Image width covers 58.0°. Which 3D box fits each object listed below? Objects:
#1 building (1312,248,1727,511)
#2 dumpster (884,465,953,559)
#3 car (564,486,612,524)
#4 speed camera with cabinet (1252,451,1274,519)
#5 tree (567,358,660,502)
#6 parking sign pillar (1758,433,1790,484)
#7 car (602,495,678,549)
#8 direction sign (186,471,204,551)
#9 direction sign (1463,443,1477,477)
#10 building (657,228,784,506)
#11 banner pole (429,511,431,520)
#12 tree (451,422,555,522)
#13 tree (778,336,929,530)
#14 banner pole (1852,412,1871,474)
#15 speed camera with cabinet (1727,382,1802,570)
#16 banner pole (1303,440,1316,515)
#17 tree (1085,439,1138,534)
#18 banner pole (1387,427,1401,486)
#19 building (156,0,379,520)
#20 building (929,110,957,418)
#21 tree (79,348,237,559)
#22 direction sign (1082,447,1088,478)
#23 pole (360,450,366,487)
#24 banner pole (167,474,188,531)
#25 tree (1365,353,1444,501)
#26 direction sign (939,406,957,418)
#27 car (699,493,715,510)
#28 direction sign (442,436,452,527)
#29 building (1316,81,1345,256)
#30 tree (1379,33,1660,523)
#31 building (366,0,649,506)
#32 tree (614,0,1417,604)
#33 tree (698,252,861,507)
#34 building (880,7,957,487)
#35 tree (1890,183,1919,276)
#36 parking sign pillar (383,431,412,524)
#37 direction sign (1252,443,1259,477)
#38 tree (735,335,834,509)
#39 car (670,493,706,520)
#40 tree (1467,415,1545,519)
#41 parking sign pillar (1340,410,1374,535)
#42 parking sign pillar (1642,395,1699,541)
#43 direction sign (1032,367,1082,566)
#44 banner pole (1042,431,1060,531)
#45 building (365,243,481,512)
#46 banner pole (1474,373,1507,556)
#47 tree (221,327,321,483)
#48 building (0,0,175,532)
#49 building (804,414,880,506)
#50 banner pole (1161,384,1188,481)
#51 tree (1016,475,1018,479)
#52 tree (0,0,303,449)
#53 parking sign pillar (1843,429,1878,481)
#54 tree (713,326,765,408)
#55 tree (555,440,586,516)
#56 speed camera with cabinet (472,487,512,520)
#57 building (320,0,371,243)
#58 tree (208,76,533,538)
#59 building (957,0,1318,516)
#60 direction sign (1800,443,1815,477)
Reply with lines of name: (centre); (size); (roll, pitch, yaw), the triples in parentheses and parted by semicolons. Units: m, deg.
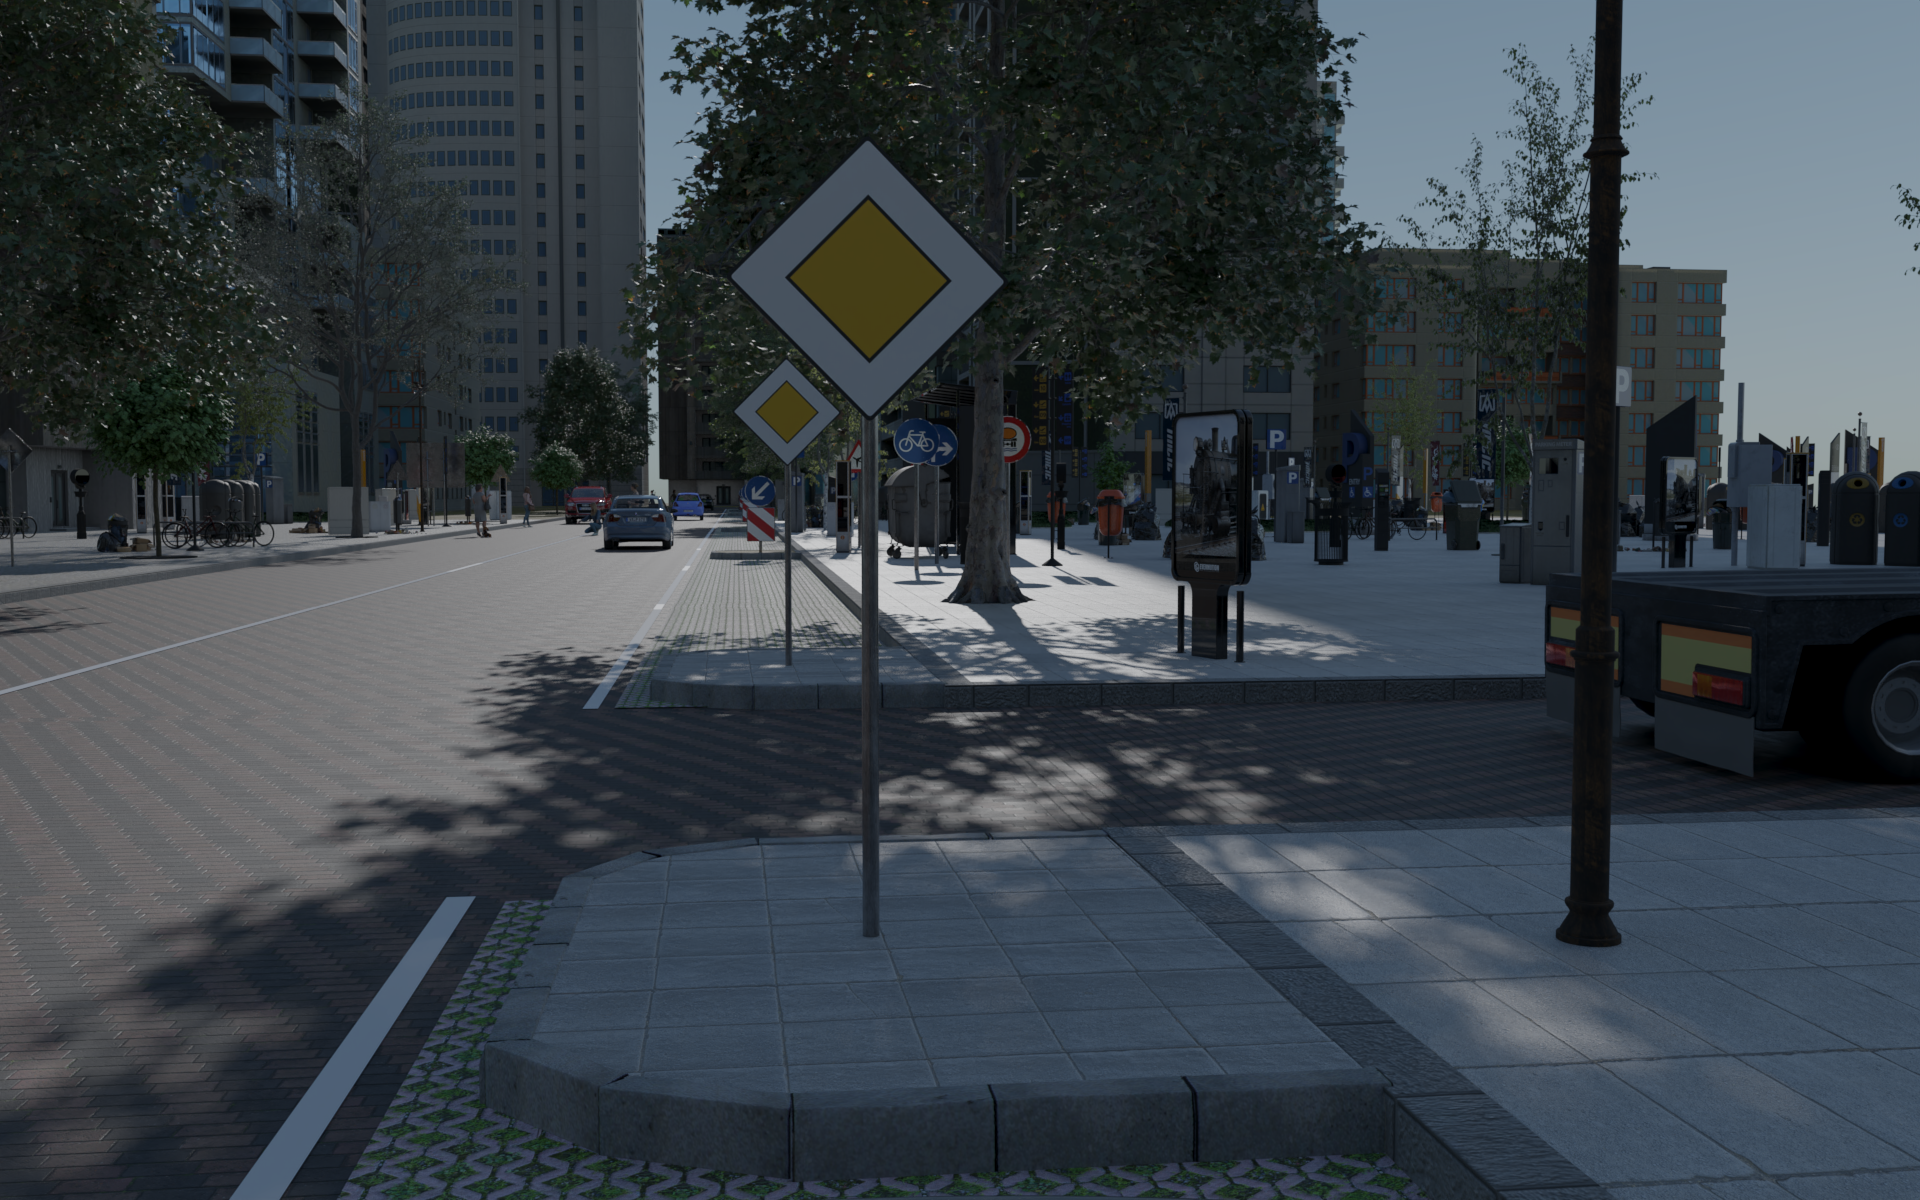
building: (42.926, -18.380, 145.545); (28.899, 21.520, 27.650); (0, 4, -7)
dumpster: (-0.825, -1.780, 34.866); (1.264, 1.857, 1.865); (0, 4, -7)
car: (-18.082, -4.638, 84.497); (2.281, 1.827, 5.304); (0, 4, -8)
speed camera with cabinet: (13.899, -5.193, 79.243); (0.660, 3.252, 2.038); (3, 4, 39)
tree: (-32.142, -15.385, 158.191); (9.857, 13.997, 8.962); (0, 3, 0)
parking sign pillar: (35.479, -5.334, 75.690); (1.447, 3.967, 1.447); (-3, 5, -42)
car: (-8.545, -2.091, 46.188); (2.014, 1.417, 4.499); (-1, 4, -8)
direction sign: (-17.306, -2.880, 39.082); (0.379, 3.537, 0.876); (-2, 4, -31)
direction sign: (22.608, -5.180, 76.694); (0.379, 3.537, 0.876); (-2, 4, -31)
building: (-25.593, -25.445, 187.732); (14.107, 30.474, 14.160); (0, 4, -7)
banner pole: (-25.800, -5.804, 84.918); (0.863, 3.779, 0.401); (-3, 5, -42)
tree: (-21.826, -5.844, 79.261); (4.285, 4.588, 4.351); (0, 3, 0)
tree: (-2.987, -5.951, 47.659); (4.360, 8.622, 3.978); (0, 3, 0)
banner pole: (27.566, -3.851, 52.987); (0.863, 3.779, 0.401); (-3, 5, -43)
speed camera with cabinet: (13.969, -2.187, 30.086); (0.660, 3.252, 2.038); (0, 4, 5)
banner pole: (16.373, -5.563, 80.969); (0.401, 3.779, 0.863); (-3, 5, -40)
tree: (4.743, -3.682, 54.802); (1.663, 3.219, 1.824); (0, 3, 0)
banner pole: (16.172, -4.573, 64.791); (0.863, 3.779, 0.401); (-2, 4, -30)
building: (-45.972, -47.965, 96.900); (22.319, 86.520, 31.000); (0, 4, -7)
building: (4.477, -21.656, 125.771); (14.160, 30.474, 14.107); (0, 4, -7)
tree: (-16.089, -3.121, 34.741); (4.285, 4.588, 4.351); (0, 3, 0)
direction sign: (5.733, -5.570, 83.058); (0.876, 3.537, 0.379); (-2, 4, -28)
pole: (-27.388, -5.241, 79.536); (0.158, 3.312, 0.155); (0, 3, 0)
banner pole: (-27.415, -4.328, 60.784); (0.863, 3.779, 0.401); (-2, 4, -23)
tree: (23.057, -8.493, 89.231); (4.737, 8.622, 4.395); (0, 3, 0)
direction sign: (-0.165, -3.218, 44.612); (0.876, 3.537, 0.379); (2, 4, 35)
car: (-22.553, -8.728, 152.494); (2.009, 1.686, 4.222); (0, 4, -7)
direction sign: (-20.107, -4.633, 67.746); (0.379, 3.537, 0.876); (-1, 4, -23)
building: (27.263, -35.428, 198.858); (30.456, 49.044, 23.786); (0, 4, -7)
tree: (9.224, -4.754, 28.096); (4.360, 8.622, 3.978); (0, 3, 0)
building: (-48.343, -39.475, 187.416); (28.212, 58.520, 21.231); (0, 4, -7)
tree: (0.439, -6.314, 20.237); (9.611, 12.733, 9.660); (0, 3, 0)
tree: (-7.719, -10.691, 81.452); (9.857, 13.997, 8.962); (0, 3, 0)
building: (4.808, -31.798, 143.600); (21.300, 48.544, 21.600); (0, 4, -7)
tree: (20.803, -5.020, 32.434); (4.737, 8.622, 4.395); (0, 3, 0)
parking sign pillar: (-24.016, -5.196, 73.419); (1.447, 3.967, 1.447); (-2, 4, -33)
direction sign: (13.027, -5.226, 77.445); (0.379, 3.537, 0.876); (-2, 4, -32)
tree: (-10.080, -11.423, 104.894); (7.486, 12.596, 7.792); (0, 3, 0)
car: (-14.961, -5.245, 95.342); (1.945, 1.707, 3.694); (-1, 4, -9)
tree: (22.605, -5.380, 71.677); (4.285, 4.588, 4.351); (0, 3, 0)
parking sign pillar: (12.556, -4.048, 54.652); (1.447, 3.967, 1.447); (-1, 4, -16)
parking sign pillar: (19.614, -3.624, 47.721); (1.447, 3.967, 1.447); (3, 5, 40)
direction sign: (1.646, -2.373, 30.797); (0.876, 3.537, 0.379); (3, 4, 38)
banner pole: (3.210, -4.279, 59.986); (0.863, 3.779, 0.401); (1, 4, 17)
building: (-53.948, -17.674, 134.008); (28.899, 21.520, 27.650); (0, 4, -7)
banner pole: (11.127, -2.822, 36.160); (0.401, 3.779, 0.863); (-3, 5, -42)
tree: (-26.849, -7.067, 65.911); (4.737, 8.622, 4.395); (0, 3, 0)
building: (-36.852, -17.591, 59.308); (14.160, 30.474, 14.107); (0, 4, -7)
building: (-4.098, -35.173, 194.689); (30.456, 49.044, 23.786); (0, 4, -7)
banner pole: (4.941, -3.029, 39.544); (0.863, 3.779, 0.401); (3, 5, 44)
tree: (1.632, -4.766, 72.518); (1.663, 3.219, 1.824); (0, 3, 0)
tree: (-14.189, -6.528, 23.741); (9.611, 12.733, 9.660); (0, 3, 0)
parking sign pillar: (37.452, -5.105, 71.937); (1.447, 3.967, 1.447); (1, 4, 11)
tree: (-17.400, -18.933, 165.446); (12.611, 20.169, 13.585); (0, 3, 0)
tree: (-24.014, -7.326, 103.499); (4.285, 4.588, 4.351); (0, 3, 0)
speed camera with cabinet: (-23.131, -5.577, 85.520); (0.660, 3.252, 2.038); (2, 4, 35)
building: (-73.367, -45.549, 182.973); (20.611, 71.187, 20.563); (0, 4, -7)
tree: (-17.580, -8.567, 50.439); (12.009, 13.543, 11.850); (0, 3, 0)
building: (9.058, -40.937, 107.566); (20.563, 71.187, 20.611); (0, 4, -7)
direction sign: (37.824, -5.228, 77.479); (0.379, 3.537, 0.876); (-1, 4, -22)
